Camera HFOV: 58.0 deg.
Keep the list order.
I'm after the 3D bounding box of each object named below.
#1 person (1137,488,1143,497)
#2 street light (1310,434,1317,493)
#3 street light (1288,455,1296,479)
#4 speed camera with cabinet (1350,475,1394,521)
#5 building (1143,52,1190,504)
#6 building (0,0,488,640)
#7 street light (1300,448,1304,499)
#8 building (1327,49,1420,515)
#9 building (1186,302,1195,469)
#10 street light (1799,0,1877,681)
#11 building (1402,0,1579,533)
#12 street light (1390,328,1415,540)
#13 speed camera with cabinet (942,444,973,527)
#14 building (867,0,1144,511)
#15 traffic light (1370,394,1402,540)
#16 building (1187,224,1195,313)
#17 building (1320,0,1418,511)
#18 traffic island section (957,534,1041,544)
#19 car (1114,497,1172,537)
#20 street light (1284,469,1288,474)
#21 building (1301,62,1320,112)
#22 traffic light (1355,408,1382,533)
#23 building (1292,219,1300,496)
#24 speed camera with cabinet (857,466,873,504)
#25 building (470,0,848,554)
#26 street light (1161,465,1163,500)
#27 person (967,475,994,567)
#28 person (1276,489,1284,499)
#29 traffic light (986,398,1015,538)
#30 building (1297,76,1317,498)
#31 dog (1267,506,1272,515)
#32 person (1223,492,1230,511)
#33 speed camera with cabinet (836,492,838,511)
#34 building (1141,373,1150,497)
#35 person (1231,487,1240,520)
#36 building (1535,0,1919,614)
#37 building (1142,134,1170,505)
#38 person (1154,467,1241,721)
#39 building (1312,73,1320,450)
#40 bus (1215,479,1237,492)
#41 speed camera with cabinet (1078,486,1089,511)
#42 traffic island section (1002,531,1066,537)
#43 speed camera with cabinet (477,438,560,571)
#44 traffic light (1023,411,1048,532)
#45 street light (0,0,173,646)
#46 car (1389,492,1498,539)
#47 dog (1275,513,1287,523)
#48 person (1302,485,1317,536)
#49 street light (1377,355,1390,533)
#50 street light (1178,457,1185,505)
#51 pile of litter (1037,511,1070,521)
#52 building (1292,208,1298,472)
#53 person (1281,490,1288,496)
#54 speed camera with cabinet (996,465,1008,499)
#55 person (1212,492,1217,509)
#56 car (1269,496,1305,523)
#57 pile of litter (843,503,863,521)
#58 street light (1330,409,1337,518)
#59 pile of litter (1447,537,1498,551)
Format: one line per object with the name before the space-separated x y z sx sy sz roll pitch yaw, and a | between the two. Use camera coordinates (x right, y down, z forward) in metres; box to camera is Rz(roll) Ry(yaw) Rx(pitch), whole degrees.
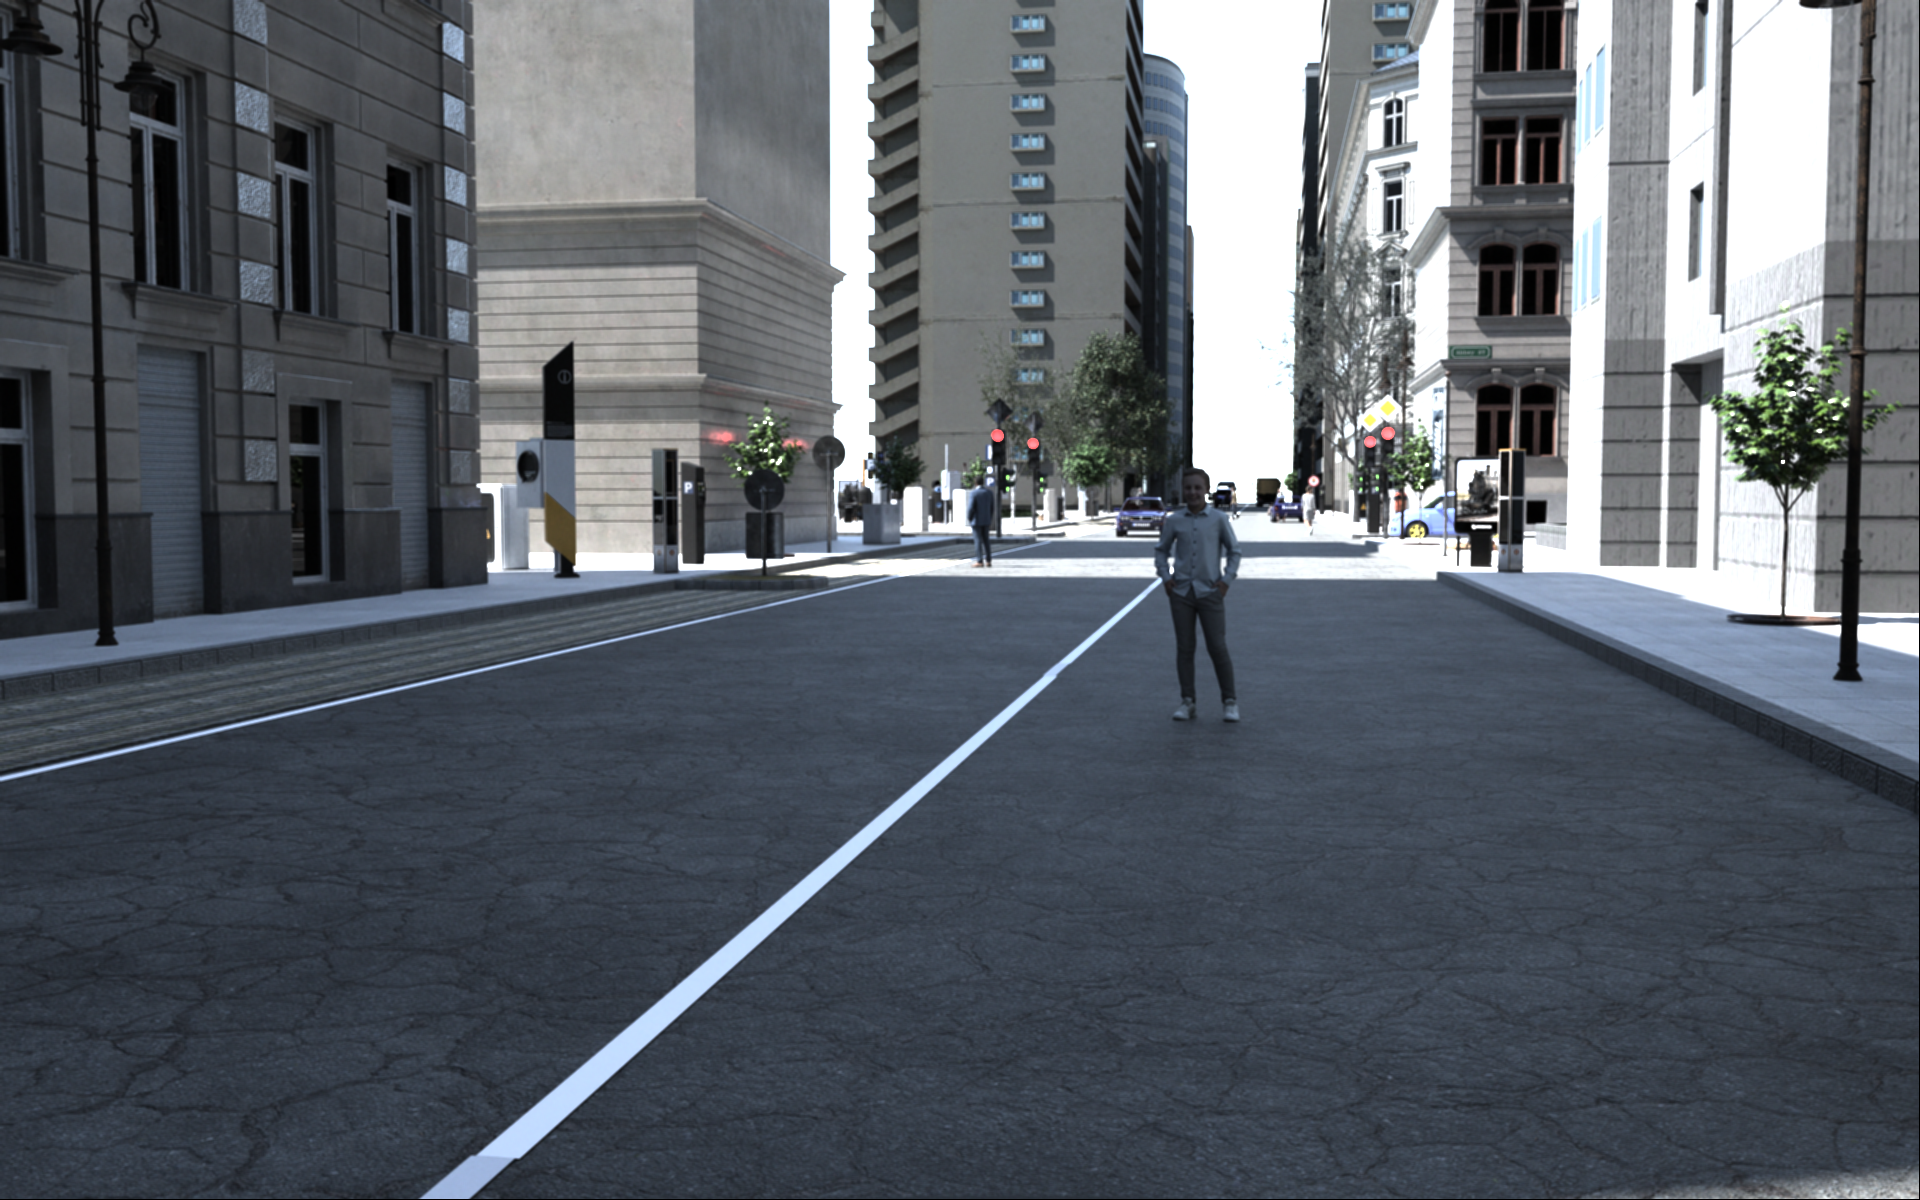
person | 9.980 -5.287 95.338 0.834 1.777 0.661 1 4 12
street light | 26.994 -9.783 132.740 0.468 5.910 1.993 1 4 10
street light | 41.235 -14.774 214.335 0.468 5.910 1.993 1 4 10
speed camera with cabinet | 19.904 -5.462 83.639 2.038 3.252 0.660 -1 4 -12
building | 19.183 -42.147 231.100 21.231 58.520 28.212 1 4 10
building | -14.377 -13.195 12.998 12.463 27.353 25.104 1 4 10
street light | 33.334 -12.007 169.109 0.468 5.910 1.993 1 4 10
building | 32.091 -20.206 106.781 17.030 29.872 44.131 1 4 10
building | 28.641 -30.243 266.172 14.160 30.474 14.107 1 4 10
street light | 6.127 -2.384 11.773 0.468 5.910 1.993 1 4 10
building | 28.208 -16.771 61.589 23.554 28.519 14.401 1 4 10
street light | 12.368 -4.617 48.269 0.468 5.910 1.993 1 4 10
speed camera with cabinet | -0.031 -4.525 68.316 0.660 3.252 2.038 -2 4 -27
building | 3.954 -31.901 145.288 21.300 48.544 21.600 1 4 10
traffic light | 12.015 -3.664 48.835 0.839 4.253 0.868 1 4 10
building | 30.573 -38.508 279.723 14.600 45.320 14.200 1 4 10
building | 40.237 -31.605 140.443 21.300 48.544 21.600 1 4 10
traffic island section | 1.124 -1.746 50.835 2.009 0.180 2.903 1 4 10
car | 6.241 -2.837 58.972 1.945 1.354 3.894 0 4 8
street light | 47.513 -16.999 250.715 0.468 5.910 1.993 1 4 10
building | 57.037 -42.453 236.112 21.231 58.520 28.212 1 4 10
traffic light | 13.379 -4.146 56.703 0.839 4.253 0.868 1 4 10
building | 56.878 -35.137 258.090 14.154 41.232 14.086 1 4 10
speed camera with cabinet | -6.641 -7.817 122.140 0.660 3.252 2.038 -3 5 -44
building | -20.998 -13.851 45.545 34.723 24.649 14.460 1 4 10
street light | 19.948 -12.121 170.960 0.468 5.910 1.993 1 4 10
person | 0.426 -1.548 33.991 0.721 1.800 0.419 -3 5 -41
person | 21.072 -6.445 114.270 0.834 1.777 0.661 -3 5 -44
traffic light | 1.162 -3.778 50.694 0.839 4.253 0.868 1 4 10
building | 48.641 -34.732 191.565 21.300 48.544 21.600 1 4 10
dog | 20.942 -6.156 117.491 0.800 0.831 0.513 0 4 -8
person | 22.497 -8.329 146.153 0.593 1.643 0.415 -1 4 -9
speed camera with cabinet | -8.517 -8.511 133.486 2.038 3.252 0.660 1 4 11
building | 8.020 -52.440 170.068 22.319 86.520 31.000 1 4 10
person | 15.455 -5.456 97.618 0.836 1.842 0.656 -3 5 -42
building | 21.930 -29.778 28.872 21.231 58.520 28.212 1 4 10
building | 15.828 -31.152 192.937 14.154 41.232 14.086 1 4 10
person | 1.510 -0.045 11.044 0.589 1.601 0.330 2 4 25
building | 45.249 -31.231 165.253 22.147 44.769 28.867 1 4 10
bus | 36.432 -14.794 236.739 2.948 3.499 13.247 1 4 9
speed camera with cabinet | 9.447 -8.461 132.668 0.660 3.252 2.038 0 4 -3
traffic island section | 2.488 -2.228 58.703 2.009 0.180 2.903 1 4 10
speed camera with cabinet | -7.435 -2.122 29.036 2.038 3.252 0.660 3 5 40
traffic light | 2.526 -4.259 58.562 0.839 4.253 0.868 1 4 10
street light | -7.241 -2.552 14.519 0.468 5.910 1.993 1 4 10
car | 14.967 -2.637 52.709 3.694 1.707 1.945 1 4 9
dog | 15.700 -3.999 84.679 0.406 0.507 0.540 2 4 31
person | 12.032 -3.079 59.584 0.466 1.731 0.760 -1 4 -10
street light | 14.105 -5.185 57.557 0.468 5.910 1.993 1 4 10
street light | 27.890 -14.906 216.504 0.468 5.910 1.993 1 4 10
pile of litter | 4.862 -4.578 88.811 1.719 0.858 1.176 0 4 6
building | 63.917 -39.818 274.725 21.300 48.544 21.600 1 4 10
person | 29.259 -9.015 156.431 0.750 1.759 0.617 -1 4 -12
speed camera with cabinet | 1.204 -5.151 78.547 2.038 3.252 0.660 -2 4 -32
person | 21.232 -8.219 144.344 0.415 1.643 0.593 -1 4 -17
car | 16.783 -4.646 88.544 1.945 1.354 3.894 1 4 8
pile of litter | -5.175 -4.251 83.472 1.176 0.858 1.719 2 4 27
street light | 20.276 -7.411 93.956 0.468 5.910 1.993 1 4 10
pile of litter | 11.776 -1.560 39.477 1.176 0.858 1.719 0 4 -5
